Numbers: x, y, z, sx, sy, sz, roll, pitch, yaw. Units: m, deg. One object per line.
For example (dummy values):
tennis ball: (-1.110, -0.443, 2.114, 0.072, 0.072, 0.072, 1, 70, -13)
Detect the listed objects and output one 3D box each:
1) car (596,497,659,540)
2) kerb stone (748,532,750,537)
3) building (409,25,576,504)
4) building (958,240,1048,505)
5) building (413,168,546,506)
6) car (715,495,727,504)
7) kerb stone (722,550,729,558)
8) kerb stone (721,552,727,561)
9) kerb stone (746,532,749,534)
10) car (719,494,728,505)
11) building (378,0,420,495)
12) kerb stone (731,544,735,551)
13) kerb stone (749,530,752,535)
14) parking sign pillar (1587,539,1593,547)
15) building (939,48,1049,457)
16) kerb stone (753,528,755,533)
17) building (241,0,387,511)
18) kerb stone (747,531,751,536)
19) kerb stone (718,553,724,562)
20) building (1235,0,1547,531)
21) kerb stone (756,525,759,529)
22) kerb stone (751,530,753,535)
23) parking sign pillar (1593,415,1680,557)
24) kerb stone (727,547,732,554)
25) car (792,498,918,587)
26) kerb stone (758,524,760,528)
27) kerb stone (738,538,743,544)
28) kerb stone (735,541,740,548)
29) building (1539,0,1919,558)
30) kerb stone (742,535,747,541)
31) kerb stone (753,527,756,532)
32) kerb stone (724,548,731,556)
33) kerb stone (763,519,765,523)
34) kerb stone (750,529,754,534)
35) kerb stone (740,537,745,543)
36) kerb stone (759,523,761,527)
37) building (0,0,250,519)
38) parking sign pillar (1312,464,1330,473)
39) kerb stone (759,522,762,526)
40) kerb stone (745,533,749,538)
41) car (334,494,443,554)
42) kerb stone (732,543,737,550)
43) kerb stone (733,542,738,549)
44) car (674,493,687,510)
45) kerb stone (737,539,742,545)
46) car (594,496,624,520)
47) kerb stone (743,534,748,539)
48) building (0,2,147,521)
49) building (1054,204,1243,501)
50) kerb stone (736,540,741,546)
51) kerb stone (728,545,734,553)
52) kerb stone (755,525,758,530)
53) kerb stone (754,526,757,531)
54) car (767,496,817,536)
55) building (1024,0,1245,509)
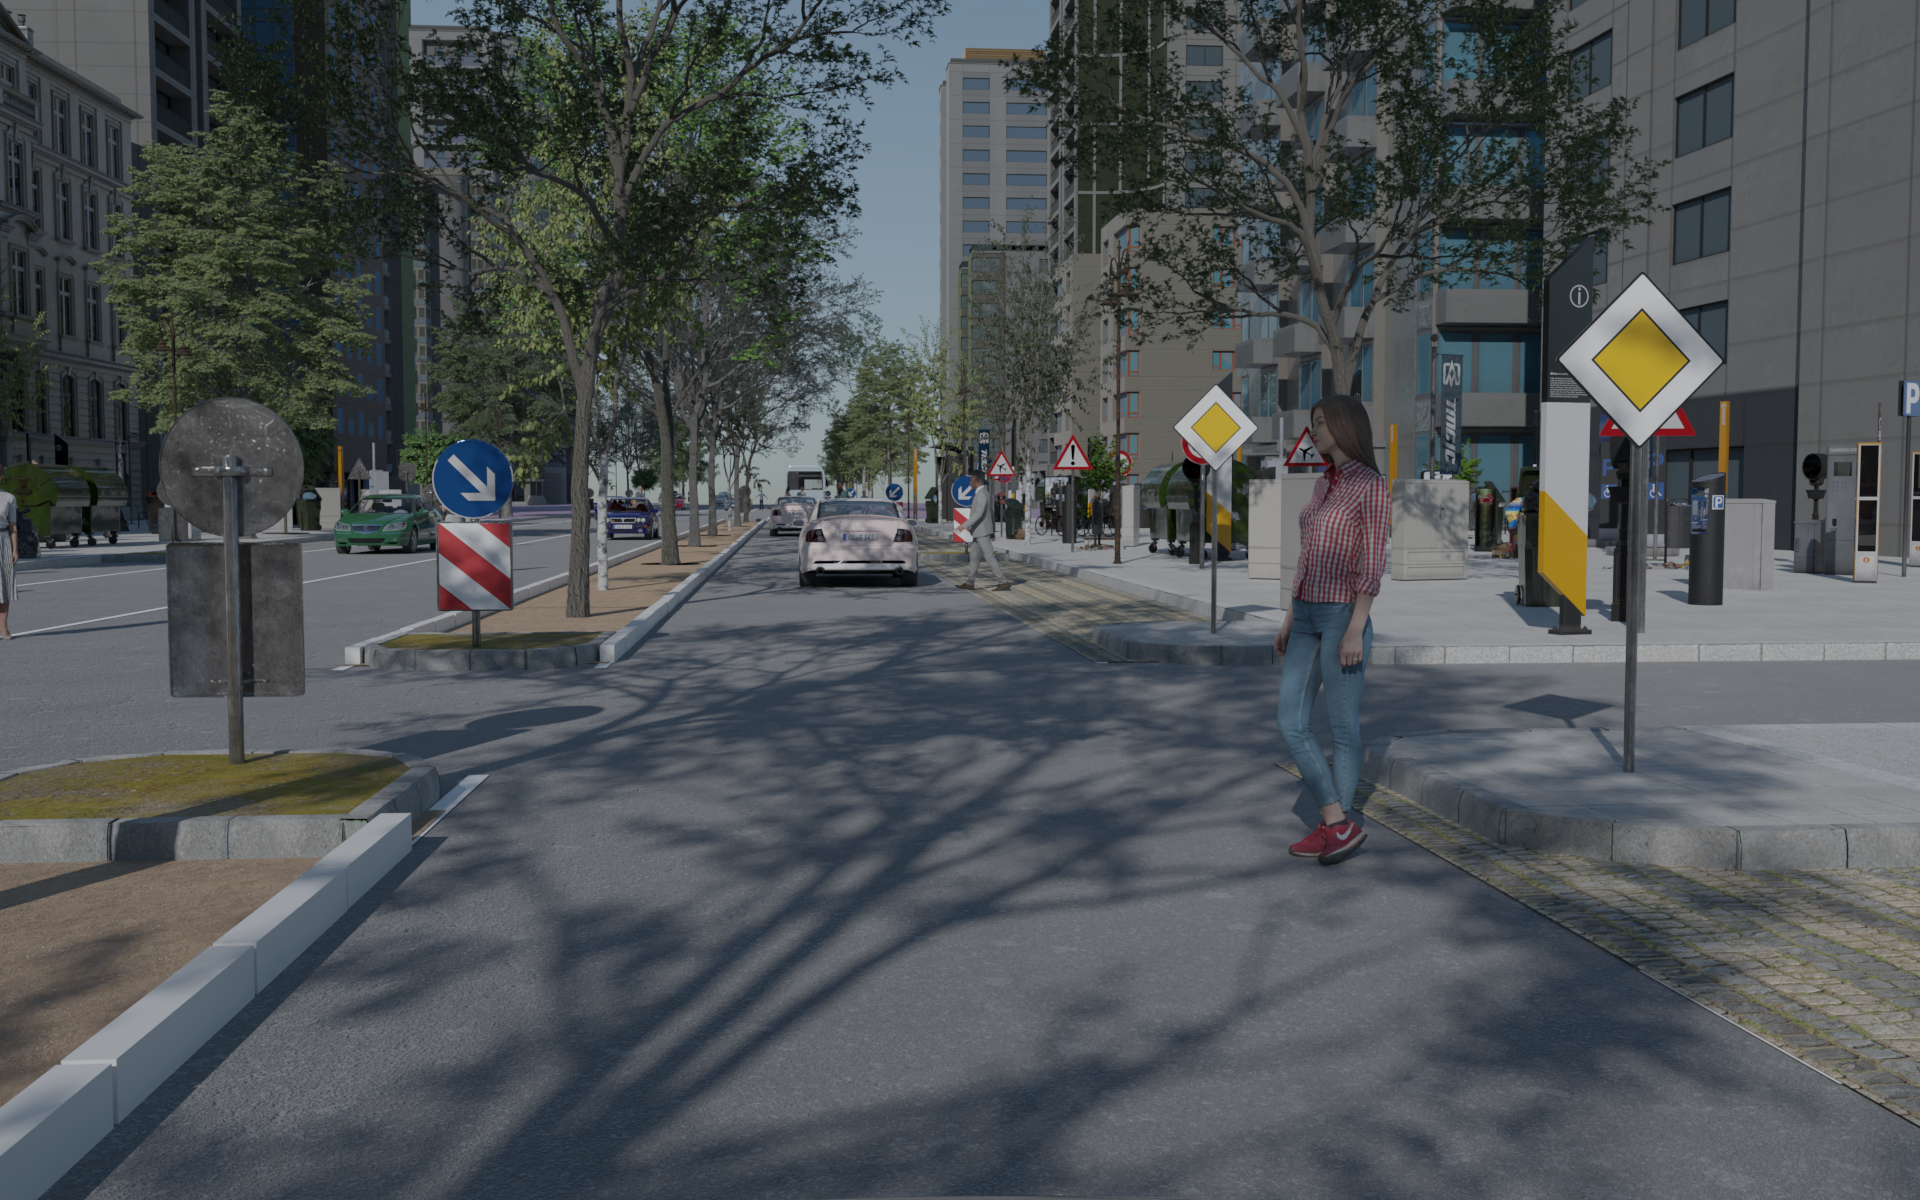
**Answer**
car: (-10.559, -2.605, 55.167, 1.945, 1.354, 3.894, 0, 4, -6)
kerb stone: (-6.811, -2.005, 54.974, 0.120, 0.150, 1.000, 0, 4, -5)
building: (-61.481, -41.511, 220.697, 21.231, 58.520, 28.212, 0, 4, -5)
building: (7.728, -26.305, 201.787, 14.160, 30.474, 14.107, 0, 4, -5)
building: (-64.188, -30.749, 194.633, 32.217, 40.220, 23.993, 0, 4, -5)
car: (-29.796, -12.360, 214.447, 2.083, 1.381, 4.827, 0, 4, -6)
kerb stone: (-5.167, -0.935, 37.651, 0.120, 0.150, 1.000, 0, 4, -5)
kerb stone: (-5.066, -0.879, 36.634, 0.120, 0.150, 1.000, 0, 4, -5)
kerb stone: (-6.713, -1.943, 53.957, 0.120, 0.150, 1.000, 0, 4, -5)
car: (-30.846, -13.331, 227.560, 1.945, 1.707, 3.694, 0, 4, -7)
building: (-49.273, -27.245, 129.045, 14.154, 41.232, 14.086, 0, 4, -5)
kerb stone: (-5.553, -1.195, 41.730, 0.120, 0.150, 1.000, 0, 4, -5)
kerb stone: (-6.998, -2.128, 57.019, 0.120, 0.150, 1.000, 0, 4, -5)
parking sign pillar: (15.762, -3.272, 41.975, 1.447, 3.967, 1.447, 1, 4, 22)
building: (7.731, -42.500, 236.881, 21.231, 58.520, 28.212, 0, 4, -5)
kerb stone: (-7.386, -2.380, 61.105, 0.120, 0.150, 1.000, 0, 4, -5)
building: (-46.907, -28.384, 114.190, 14.600, 45.320, 14.200, 0, 4, -5)
kerb stone: (-6.907, -2.067, 55.993, 0.120, 0.150, 1.000, 0, 4, -5)
kerb stone: (-4.978, -0.821, 35.615, 0.120, 0.150, 1.000, 0, 4, -5)
building: (24.468, -27.668, 71.973, 23.786, 49.044, 30.456, 0, 4, -5)
kerb stone: (-7.868, -2.691, 66.201, 0.120, 0.150, 1.000, 0, 4, -5)
kerb stone: (-7.093, -2.192, 58.039, 0.120, 0.150, 1.000, 0, 4, -5)
parking sign pillar: (14.249, -2.910, 36.056, 1.447, 3.967, 1.447, 0, 4, 2)
kerb stone: (-5.357, -1.067, 39.686, 0.120, 0.150, 1.000, 0, 4, -5)
car: (-1.695, -0.970, 28.228, 2.083, 1.381, 4.827, 0, 4, -5)
kerb stone: (-8.058, -2.815, 68.237, 0.120, 0.150, 1.000, 0, 4, -5)
kerb stone: (-6.128, -1.564, 47.845, 0.120, 0.150, 1.000, 0, 4, -5)
kerb stone: (-5.835, -1.382, 44.789, 0.120, 0.150, 1.000, 0, 4, -5)
building: (28.627, -36.881, 41.252, 20.611, 71.187, 20.563, 0, 4, -5)
kerb stone: (-6.422, -1.756, 50.904, 0.120, 0.150, 1.000, 0, 4, -5)
kerb stone: (-7.484, -2.442, 62.123, 0.120, 0.150, 1.000, 0, 4, -5)
kerb stone: (-5.256, -1.005, 38.669, 0.120, 0.150, 1.000, 0, 4, -5)
kerb stone: (-9.131, -3.499, 79.458, 0.120, 0.150, 1.000, 0, 4, -5)
kerb stone: (-7.201, -2.253, 59.059, 0.120, 0.150, 1.000, 0, 4, -5)
kerb stone: (-6.222, -1.628, 48.866, 0.120, 0.150, 1.000, 0, 4, -5)
kerb stone: (-8.259, -2.940, 70.276, 0.120, 0.150, 1.000, 0, 4, -5)
building: (-49.520, -40.196, 95.454, 20.563, 71.187, 20.611, 0, 4, -5)
parking sign pillar: (11.603, -3.991, 53.719, 1.447, 3.967, 1.447, 0, 4, -4)
kerb stone: (-8.451, -3.066, 72.331, 0.120, 0.150, 1.000, 0, 4, -5)
kerb stone: (-6.612, -1.876, 52.940, 0.120, 0.150, 1.000, 0, 4, -5)
car: (-14.146, -1.914, 43.085, 2.131, 1.459, 4.920, 0, 4, -4)
kerb stone: (-5.651, -1.257, 42.753, 0.120, 0.150, 1.000, 0, 4, -5)
kerb stone: (-5.750, -1.320, 43.770, 0.120, 0.150, 1.000, 0, 4, -5)
car: (-25.125, -8.778, 152.563, 2.155, 1.783, 4.494, 0, 4, -4)
kerb stone: (-6.030, -1.506, 46.823, 0.120, 0.150, 1.000, 0, 4, -5)
car: (-19.166, -5.080, 95.636, 1.945, 1.354, 3.894, 0, 4, -6)
kerb stone: (-6.515, -1.818, 51.921, 0.120, 0.150, 1.000, 0, 4, -5)
building: (-43.483, -15.142, 66.651, 14.460, 24.649, 34.723, 0, 4, -5)
building: (22.397, -16.848, 120.509, 27.650, 21.520, 28.899, 0, 4, -5)
kerb stone: (-5.936, -1.443, 45.806, 0.120, 0.150, 1.000, 0, 4, -5)
kerb stone: (-5.453, -1.133, 40.713, 0.120, 0.150, 1.000, 0, 4, -5)
kerb stone: (-7.770, -2.627, 65.180, 0.120, 0.150, 1.000, 0, 4, -5)
kerb stone: (-7.583, -2.504, 63.145, 0.120, 0.150, 1.000, 0, 4, -5)
car: (-5.679, -2.925, 60.188, 2.083, 1.381, 4.827, 0, 4, -6)
building: (16.764, -43.121, 143.280, 20.563, 71.187, 20.611, 0, 4, -5)
